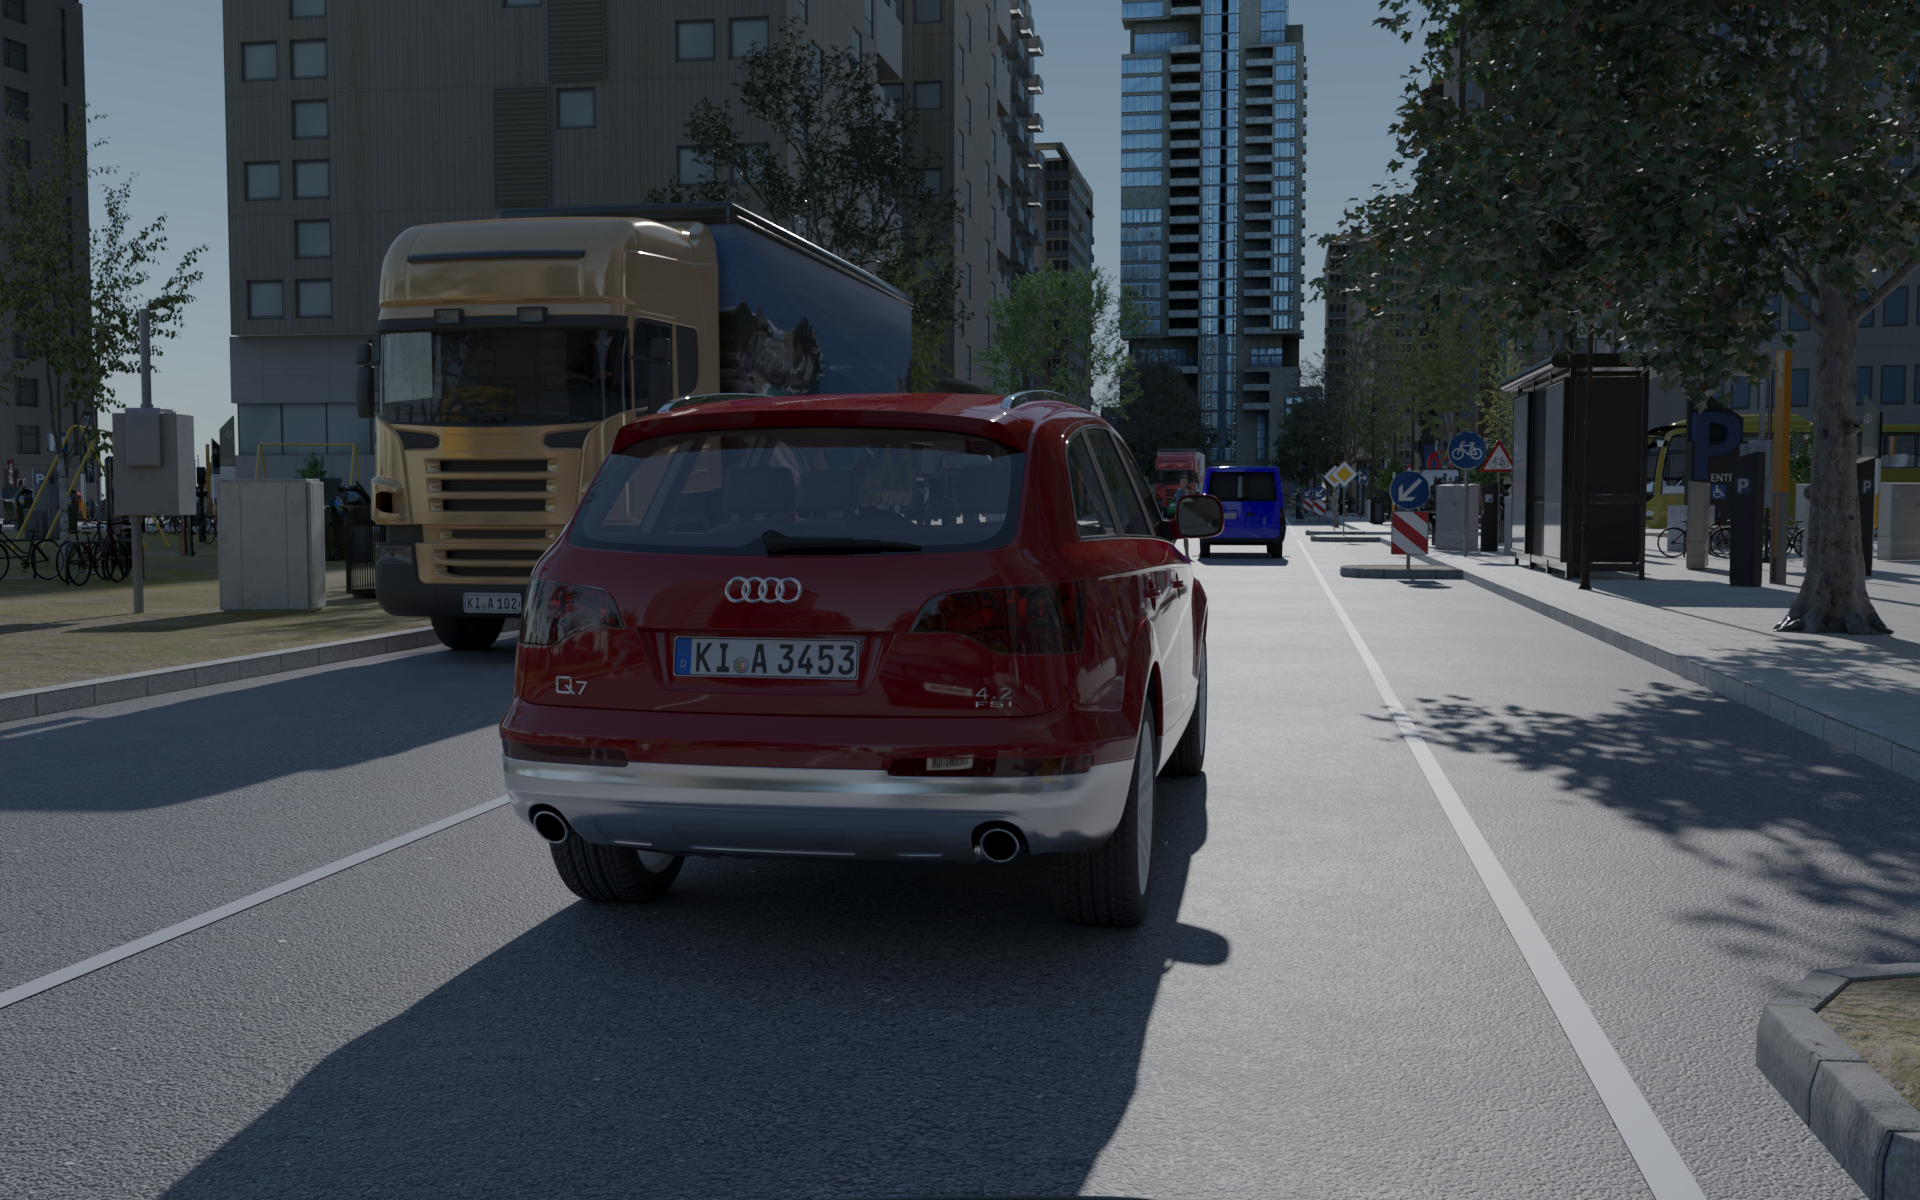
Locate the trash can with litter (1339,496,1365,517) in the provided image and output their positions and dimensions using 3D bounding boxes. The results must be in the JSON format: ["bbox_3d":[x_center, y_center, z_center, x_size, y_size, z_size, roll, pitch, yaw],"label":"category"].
[{"bbox_3d":[22.712,-5.375,98.945,2.233,1.210,1.678,0,4,-3],"label":"trash can with litter"}]

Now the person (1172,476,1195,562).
[{"bbox_3d":[4.689,-1.723,36.694,0.581,1.822,0.654,-3,5,-39],"label":"person"}]

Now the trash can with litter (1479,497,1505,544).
[{"bbox_3d":[13.962,-2.019,44.402,1.055,1.170,0.624,-2,4,-26],"label":"trash can with litter"}]

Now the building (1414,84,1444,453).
[{"bbox_3d":[58.968,-32.104,179.529,22.147,44.769,28.867,1,4,10],"label":"building"}]

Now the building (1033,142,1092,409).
[{"bbox_3d":[1.462,-30.335,187.866,23.993,40.220,32.217,1,4,10],"label":"building"}]

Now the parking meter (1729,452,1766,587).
[{"bbox_3d":[10.905,-1.119,24.015,0.255,1.863,0.399,-2,4,-33],"label":"parking meter"}]

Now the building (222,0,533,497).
[{"bbox_3d":[-18.359,-30.600,89.556,28.713,52.752,27.495,1,4,10],"label":"building"}]

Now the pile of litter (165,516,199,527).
[{"bbox_3d":[-30.890,-3.349,68.724,1.176,0.858,1.719,2,4,29],"label":"pile of litter"}]

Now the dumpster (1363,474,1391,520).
[{"bbox_3d":[20.574,-5.035,84.821,1.502,2.255,1.985,1,4,10],"label":"dumpster"}]

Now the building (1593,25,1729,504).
[{"bbox_3d":[43.500,-32.514,73.598,28.212,58.520,21.231,1,4,10],"label":"building"}]

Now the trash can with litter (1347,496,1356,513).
[{"bbox_3d":[26.456,-6.413,116.234,0.624,1.170,1.055,-3,4,-36],"label":"trash can with litter"}]

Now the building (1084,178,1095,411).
[{"bbox_3d":[10.842,-36.077,239.966,14.200,45.320,14.600,1,4,10],"label":"building"}]

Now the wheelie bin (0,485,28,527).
[{"bbox_3d":[-39.711,-3.948,72.454,0.980,1.594,0.693,-2,4,-25],"label":"wheelie bin"}]

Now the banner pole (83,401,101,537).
[{"bbox_3d":[-23.176,-3.443,46.309,0.401,3.779,0.863,0,4,3],"label":"banner pole"}]

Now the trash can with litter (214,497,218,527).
[{"bbox_3d":[-28.991,-3.476,68.226,0.624,1.170,1.055,-2,4,-34],"label":"trash can with litter"}]

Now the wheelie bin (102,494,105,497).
[{"bbox_3d":[-54.003,-6.139,108.284,0.980,1.594,0.693,-1,4,-21],"label":"wheelie bin"}]

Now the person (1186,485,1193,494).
[{"bbox_3d":[9.254,-3.716,69.604,0.721,1.781,0.623,-2,4,-25],"label":"person"}]

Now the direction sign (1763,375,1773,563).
[{"bbox_3d":[15.031,-2.458,32.193,0.379,3.537,0.876,1,4,23],"label":"direction sign"}]

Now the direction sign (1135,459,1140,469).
[{"bbox_3d":[11.413,-7.439,113.627,0.876,3.537,0.379,3,4,38],"label":"direction sign"}]

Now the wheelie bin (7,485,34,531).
[{"bbox_3d":[-32.875,-3.237,60.837,0.693,1.594,0.980,-3,4,-38],"label":"wheelie bin"}]

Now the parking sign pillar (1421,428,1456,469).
[{"bbox_3d":[18.861,-4.880,68.261,1.447,3.967,1.447,0,4,5],"label":"parking sign pillar"}]

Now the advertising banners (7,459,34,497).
[{"bbox_3d":[-46.881,-5.524,86.512,2.074,3.025,0.090,2,4,27],"label":"advertising banners"}]

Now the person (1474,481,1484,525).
[{"bbox_3d":[16.400,-2.853,55.051,0.656,1.842,0.836,1,4,19],"label":"person"}]

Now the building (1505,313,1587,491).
[{"bbox_3d":[45.914,-26.848,122.557,14.154,41.232,14.086,1,4,10],"label":"building"}]

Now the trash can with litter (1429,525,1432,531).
[{"bbox_3d":[16.461,-3.013,60.318,1.678,1.210,2.233,2,4,32],"label":"trash can with litter"}]

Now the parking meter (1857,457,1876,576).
[{"bbox_3d":[14.122,-1.315,27.218,0.399,1.863,0.255,-1,4,-20],"label":"parking meter"}]

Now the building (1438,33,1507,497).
[{"bbox_3d":[51.801,-31.090,158.435,14.600,45.320,14.200,1,4,10],"label":"building"}]

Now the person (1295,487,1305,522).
[{"bbox_3d":[17.443,-4.900,89.039,0.534,1.772,0.576,-1,4,-16],"label":"person"}]

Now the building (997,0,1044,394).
[{"bbox_3d":[-4.590,-32.795,155.802,23.786,49.044,30.456,1,4,10],"label":"building"}]

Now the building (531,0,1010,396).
[{"bbox_3d":[-11.245,-32.724,124.275,28.713,52.752,27.495,1,4,10],"label":"building"}]

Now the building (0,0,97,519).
[{"bbox_3d":[-56.665,-19.559,91.483,14.107,30.474,14.160,1,4,10],"label":"building"}]

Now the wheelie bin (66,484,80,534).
[{"bbox_3d":[-28.815,-2.927,55.766,0.980,1.594,0.693,2,4,27],"label":"wheelie bin"}]

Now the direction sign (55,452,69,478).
[{"bbox_3d":[-43.362,-5.608,83.683,0.379,3.537,0.876,0,4,8],"label":"direction sign"}]

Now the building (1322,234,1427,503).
[{"bbox_3d":[62.565,-33.525,240.008,23.993,40.220,32.217,1,4,10],"label":"building"}]

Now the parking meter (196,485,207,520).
[{"bbox_3d":[-35.554,-4.623,81.294,0.255,1.863,0.399,0,4,0],"label":"parking meter"}]

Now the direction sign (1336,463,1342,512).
[{"bbox_3d":[27.823,-8.242,126.752,0.379,3.537,0.876,-2,4,-33],"label":"direction sign"}]

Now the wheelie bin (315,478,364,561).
[{"bbox_3d":[-12.206,-1.561,33.430,0.980,1.594,0.693,1,4,20],"label":"wheelie bin"}]

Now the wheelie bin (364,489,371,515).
[{"bbox_3d":[-13.574,-1.905,39.051,0.693,1.594,0.980,-1,4,-18],"label":"wheelie bin"}]

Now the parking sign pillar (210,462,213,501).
[{"bbox_3d":[-57.839,-8.872,133.524,1.447,3.967,1.447,-3,5,-42],"label":"parking sign pillar"}]

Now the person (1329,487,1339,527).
[{"bbox_3d":[16.289,-4.089,75.532,0.466,1.800,0.511,-1,4,-13],"label":"person"}]

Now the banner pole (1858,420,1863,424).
[{"bbox_3d":[30.310,-4.196,58.624,0.401,3.779,0.863,0,4,2],"label":"banner pole"}]

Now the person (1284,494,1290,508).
[{"bbox_3d":[34.300,-10.696,183.477,1.348,1.812,0.705,0,4,5],"label":"person"}]

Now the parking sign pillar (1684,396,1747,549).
[{"bbox_3d":[18.013,-3.230,41.280,1.447,3.967,1.447,0,4,3],"label":"parking sign pillar"}]

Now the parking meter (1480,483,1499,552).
[{"bbox_3d":[11.831,-1.853,38.701,0.372,1.533,0.369,0,3,0],"label":"parking meter"}]

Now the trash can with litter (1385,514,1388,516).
[{"bbox_3d":[24.615,-5.485,100.731,2.233,1.210,1.678,0,4,0],"label":"trash can with litter"}]

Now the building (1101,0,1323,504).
[{"bbox_3d":[34.332,-56.642,238.764,31.000,86.520,22.319,1,4,10],"label":"building"}]

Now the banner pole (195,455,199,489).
[{"bbox_3d":[-48.852,-7.376,110.610,0.863,3.779,0.401,-3,5,-42],"label":"banner pole"}]
